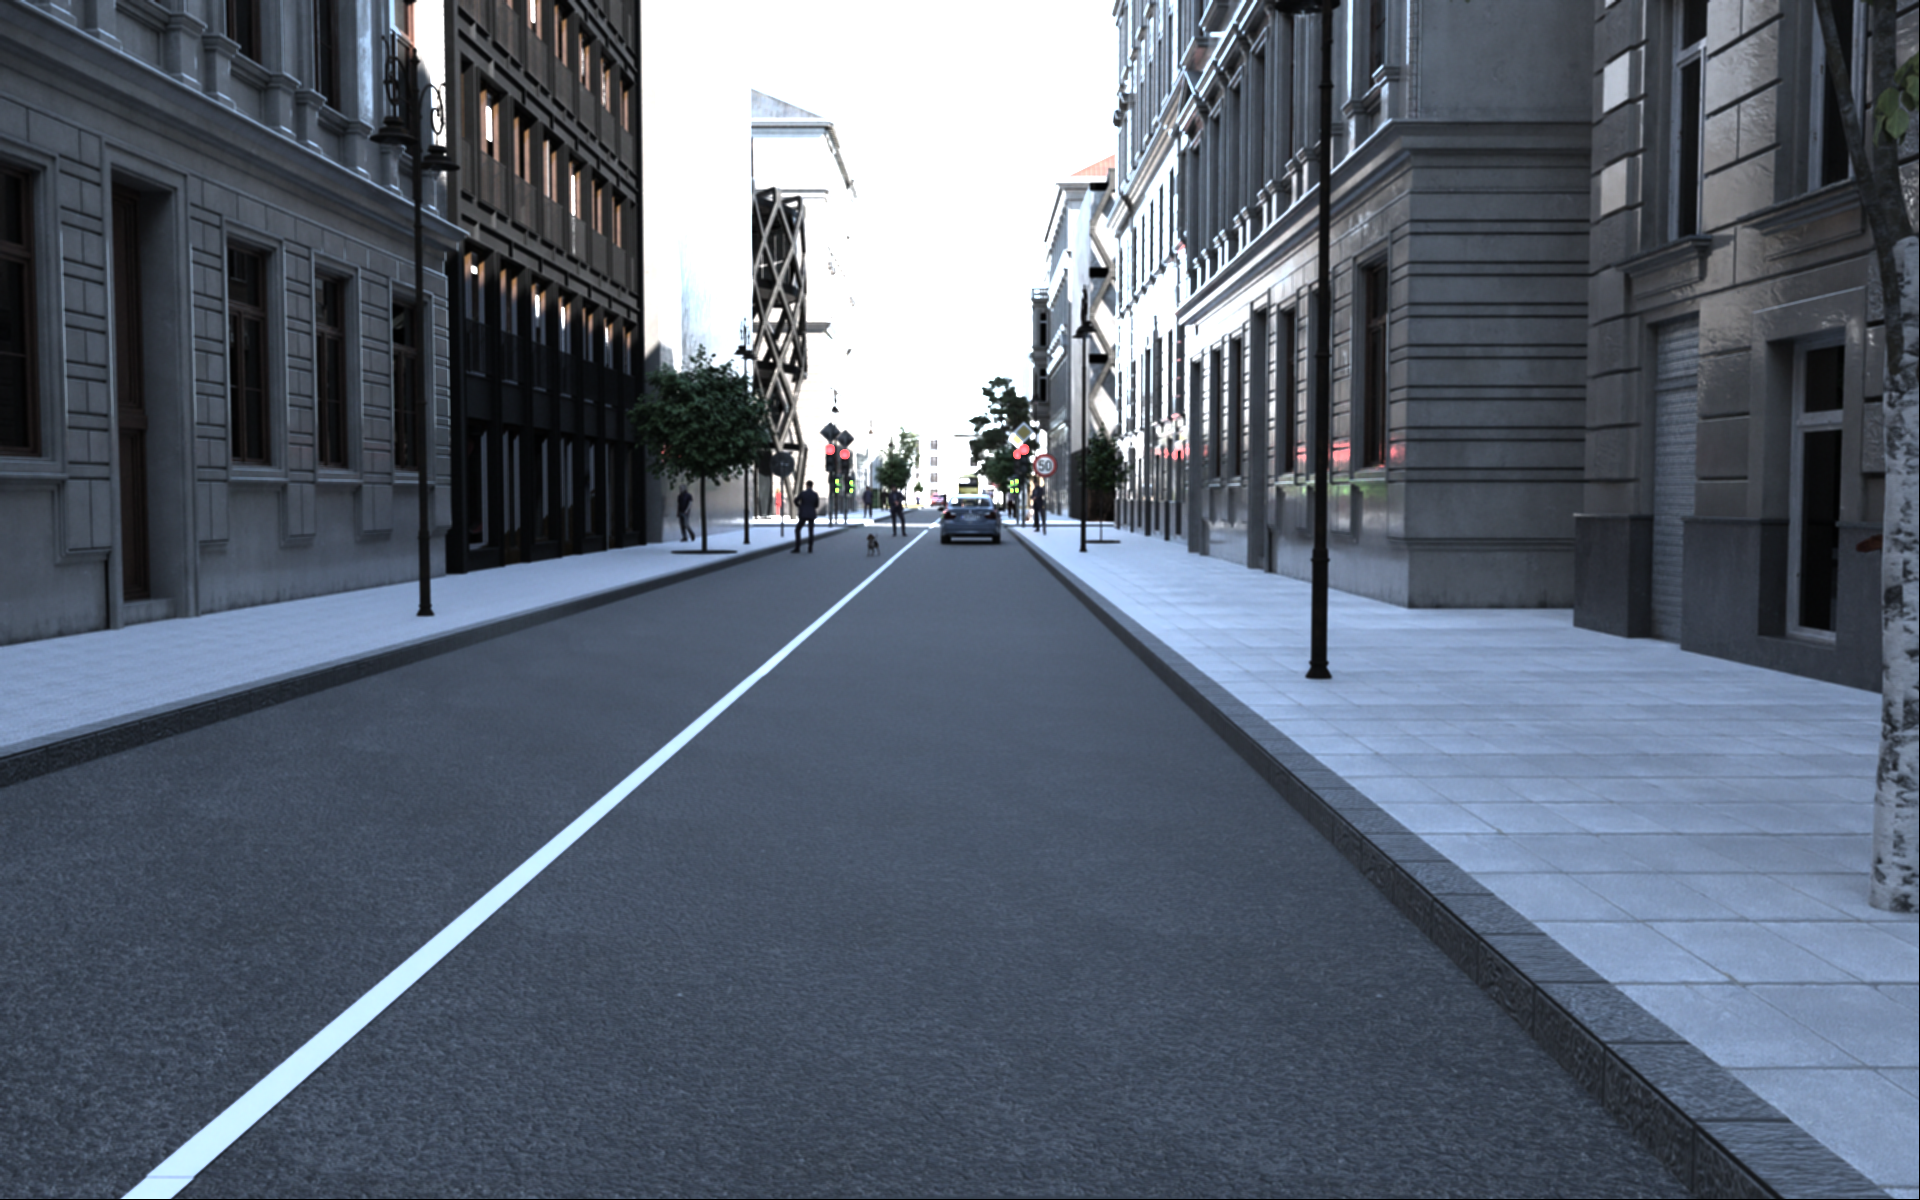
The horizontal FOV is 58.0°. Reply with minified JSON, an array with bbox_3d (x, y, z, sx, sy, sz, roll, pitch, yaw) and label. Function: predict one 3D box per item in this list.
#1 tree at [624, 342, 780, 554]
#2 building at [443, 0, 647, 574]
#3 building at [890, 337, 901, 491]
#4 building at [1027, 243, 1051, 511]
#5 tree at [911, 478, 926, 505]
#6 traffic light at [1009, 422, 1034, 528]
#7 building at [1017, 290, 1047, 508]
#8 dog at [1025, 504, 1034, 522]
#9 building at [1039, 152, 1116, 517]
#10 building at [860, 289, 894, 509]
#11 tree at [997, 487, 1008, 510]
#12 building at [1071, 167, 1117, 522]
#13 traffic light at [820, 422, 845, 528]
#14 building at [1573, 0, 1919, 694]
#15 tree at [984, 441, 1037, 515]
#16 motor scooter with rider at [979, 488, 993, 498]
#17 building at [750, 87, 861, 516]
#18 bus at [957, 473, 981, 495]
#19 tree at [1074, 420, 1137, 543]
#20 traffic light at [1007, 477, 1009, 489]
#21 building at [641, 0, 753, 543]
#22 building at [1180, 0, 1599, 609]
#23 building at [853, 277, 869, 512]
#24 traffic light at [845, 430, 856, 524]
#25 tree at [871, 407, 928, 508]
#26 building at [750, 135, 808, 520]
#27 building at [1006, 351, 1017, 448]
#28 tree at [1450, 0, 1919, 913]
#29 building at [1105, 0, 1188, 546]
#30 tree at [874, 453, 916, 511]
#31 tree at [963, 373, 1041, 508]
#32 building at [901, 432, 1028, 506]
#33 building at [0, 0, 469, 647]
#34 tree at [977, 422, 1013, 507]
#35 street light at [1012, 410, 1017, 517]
[{"bbox_3d":[-5.624,-3.310,37.830,4.285,4.588,4.351,0,3,0],"label":"tree"},{"bbox_3d":[-14.076,-12.559,35.015,12.332,23.373,15.834,0,4,0],"label":"building"},{"bbox_3d":[-13.257,-22.002,216.148,11.380,20.091,16.016,0,4,0],"label":"building"},{"bbox_3d":[12.446,-19.147,132.136,14.460,24.649,34.723,0,4,0],"label":"building"},{"bbox_3d":[-5.042,-13.673,218.161,1.663,3.219,1.824,0,3,0],"label":"tree"},{"bbox_3d":[2.418,-4.714,66.316,0.839,4.213,0.868,0,4,0],"label":"traffic light"},{"bbox_3d":[13.921,-18.931,165.944,16.016,20.091,11.380,0,4,0],"label":"building"},{"bbox_3d":[3.243,-4.024,80.171,0.513,0.831,0.800,0,4,6],"label":"dog"},{"bbox_3d":[10.964,-16.399,104.281,11.583,22.565,21.152,0,4,0],"label":"building"},{"bbox_3d":[-15.379,-18.290,165.504,16.747,18.905,31.486,0,4,0],"label":"building"},{"bbox_3d":[4.312,-10.322,163.359,1.663,3.219,1.824,0,3,0],"label":"tree"},{"bbox_3d":[14.263,-13.256,84.187,16.811,18.784,16.820,0,4,0],"label":"building"},{"bbox_3d":[-4.943,-4.715,66.339,0.839,4.213,0.868,0,4,0],"label":"traffic light"},{"bbox_3d":[11.515,-12.633,3.821,12.463,27.353,25.104,0,4,0],"label":"building"},{"bbox_3d":[3.125,-7.438,105.333,4.285,4.588,4.351,0,3,0],"label":"tree"},{"bbox_3d":[1.212,-4.597,84.127,0.876,1.779,1.986,0,4,2],"label":"motor scooter with rider"},{"bbox_3d":[-13.290,-19.206,111.283,12.463,27.353,25.104,0,4,0],"label":"building"},{"bbox_3d":[1.036,-13.095,205.653,2.896,3.916,12.252,0,4,1],"label":"bus"},{"bbox_3d":[3.847,-3.120,45.613,1.663,3.219,1.824,0,3,0],"label":"tree"},{"bbox_3d":[2.461,-5.202,74.301,0.839,4.213,0.868,0,4,0],"label":"traffic light"},{"bbox_3d":[-24.765,-15.277,54.290,34.151,26.468,19.350,0,4,0],"label":"building"},{"bbox_3d":[10.020,-11.757,28.386,11.583,22.565,21.152,0,4,0],"label":"building"},{"bbox_3d":[-12.646,-16.984,132.437,10.420,20.320,16.860,0,4,0],"label":"building"},{"bbox_3d":[-4.900,-5.204,74.324,0.839,4.213,0.868,0,4,0],"label":"traffic light"},{"bbox_3d":[-5.122,-11.972,146.099,4.737,8.622,4.395,0,3,0],"label":"tree"},{"bbox_3d":[-16.082,-13.309,85.057,16.820,18.784,16.811,0,4,0],"label":"building"},{"bbox_3d":[13.923,-21.367,205.765,16.016,20.091,11.380,0,4,0],"label":"building"},{"bbox_3d":[2.682,-3.346,5.064,4.737,8.622,4.395,0,3,0],"label":"tree"},{"bbox_3d":[11.297,-15.539,51.319,12.463,27.353,25.104,0,4,0],"label":"building"},{"bbox_3d":[-4.919,-9.172,133.676,4.285,4.588,4.351,0,3,0],"label":"tree"},{"bbox_3d":[3.942,-14.216,154.494,6.751,12.117,7.091,0,3,0],"label":"tree"},{"bbox_3d":[-0.785,-18.235,240.283,28.070,9.664,9.099,0,4,0],"label":"building"},{"bbox_3d":[-13.002,-11.035,16.575,11.583,22.565,21.152,0,4,0],"label":"building"},{"bbox_3d":[3.587,-13.322,168.172,4.360,8.622,3.978,0,3,0],"label":"tree"},{"bbox_3d":[3.033,-7.495,95.327,0.468,5.910,1.993,0,4,0],"label":"street light"}]
